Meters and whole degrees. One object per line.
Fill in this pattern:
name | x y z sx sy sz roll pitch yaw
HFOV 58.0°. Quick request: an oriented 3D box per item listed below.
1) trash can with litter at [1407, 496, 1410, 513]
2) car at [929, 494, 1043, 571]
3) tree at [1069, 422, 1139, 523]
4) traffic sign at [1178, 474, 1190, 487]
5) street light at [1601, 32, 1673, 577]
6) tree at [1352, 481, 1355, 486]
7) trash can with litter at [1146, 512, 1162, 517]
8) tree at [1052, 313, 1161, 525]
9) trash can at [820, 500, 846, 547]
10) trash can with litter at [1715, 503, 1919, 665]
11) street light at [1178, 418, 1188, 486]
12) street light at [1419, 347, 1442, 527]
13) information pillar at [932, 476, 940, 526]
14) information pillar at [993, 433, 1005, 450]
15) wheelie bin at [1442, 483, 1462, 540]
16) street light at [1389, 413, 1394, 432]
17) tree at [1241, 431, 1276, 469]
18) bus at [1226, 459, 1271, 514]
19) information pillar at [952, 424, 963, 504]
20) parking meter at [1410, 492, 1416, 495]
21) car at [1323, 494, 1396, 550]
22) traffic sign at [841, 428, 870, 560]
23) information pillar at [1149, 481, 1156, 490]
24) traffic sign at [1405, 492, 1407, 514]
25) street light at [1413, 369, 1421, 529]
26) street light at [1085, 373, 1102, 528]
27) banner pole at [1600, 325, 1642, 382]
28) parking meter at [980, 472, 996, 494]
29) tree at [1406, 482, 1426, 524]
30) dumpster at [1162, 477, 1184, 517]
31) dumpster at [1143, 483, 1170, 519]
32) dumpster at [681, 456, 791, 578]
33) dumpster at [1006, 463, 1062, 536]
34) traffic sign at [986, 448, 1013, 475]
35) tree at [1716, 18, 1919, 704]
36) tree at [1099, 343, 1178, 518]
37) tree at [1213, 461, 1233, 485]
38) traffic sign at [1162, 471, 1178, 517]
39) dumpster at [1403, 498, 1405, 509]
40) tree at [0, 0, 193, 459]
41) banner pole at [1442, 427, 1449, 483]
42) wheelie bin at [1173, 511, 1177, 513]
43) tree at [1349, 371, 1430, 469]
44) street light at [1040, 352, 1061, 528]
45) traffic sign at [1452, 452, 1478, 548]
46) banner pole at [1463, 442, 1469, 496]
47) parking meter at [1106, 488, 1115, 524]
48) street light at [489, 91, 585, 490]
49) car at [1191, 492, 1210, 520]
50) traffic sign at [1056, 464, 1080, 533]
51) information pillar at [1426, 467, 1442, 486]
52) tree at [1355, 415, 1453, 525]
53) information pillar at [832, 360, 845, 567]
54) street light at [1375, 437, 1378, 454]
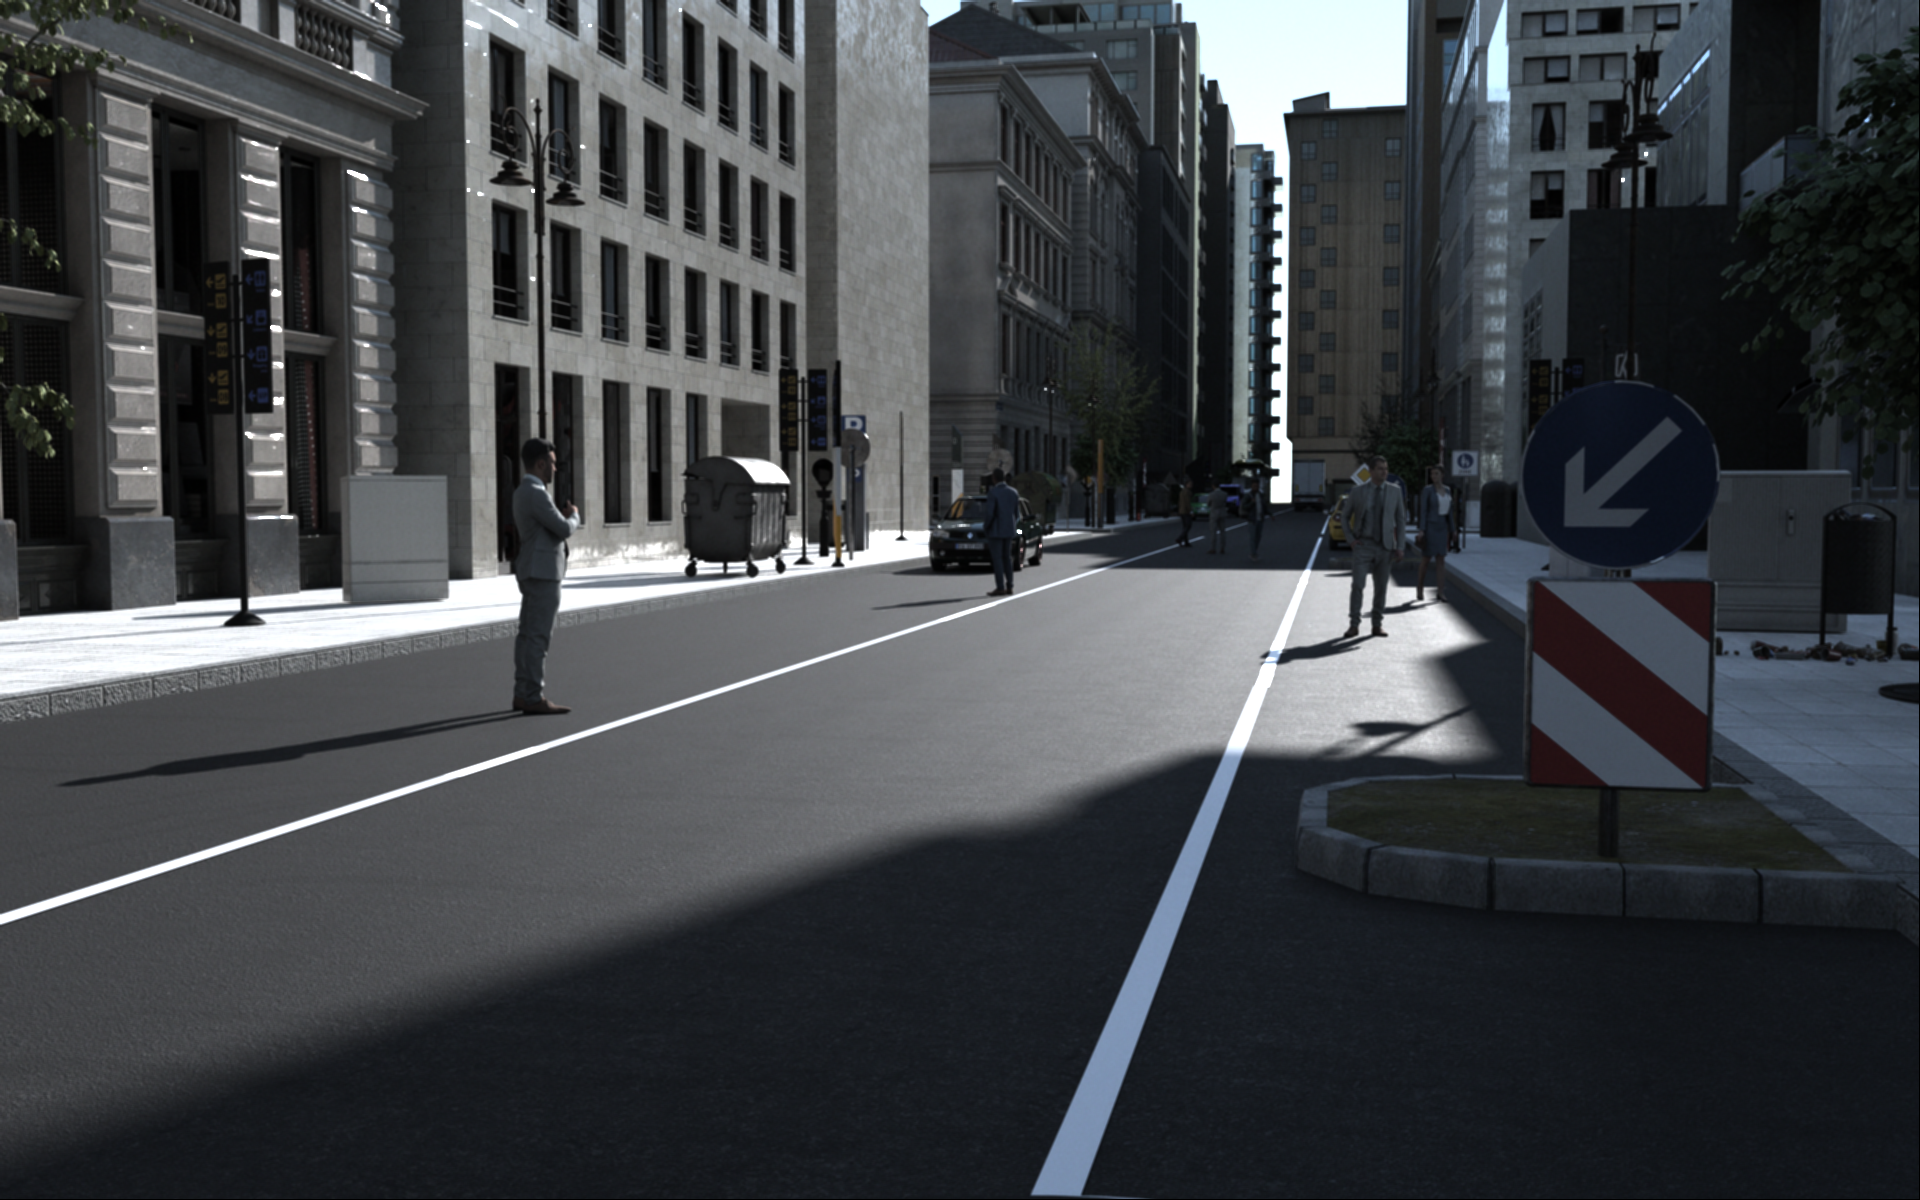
trash can with litter | 30.418 -6.416 116.280 0.624 1.170 1.055 3 4 36
car | 0.545 -1.455 33.573 2.009 1.686 4.222 1 4 10
tree | 6.295 -5.665 76.341 4.285 4.588 4.351 0 3 0
traffic sign | 14.038 -6.644 108.727 0.768 2.556 0.104 1 4 21
street light | 6.967 -2.764 17.976 0.468 5.910 1.993 1 4 12
tree | 21.155 -5.923 80.548 4.285 4.588 4.351 0 3 0
trash can with litter | 10.800 -5.215 96.645 1.055 1.170 0.624 2 4 24
tree | 5.806 -7.376 70.955 4.737 8.622 4.395 0 3 0
trash can | -3.038 -1.860 42.067 0.748 1.137 0.748 0 3 0
trash can with litter | 6.679 -0.165 13.761 2.233 1.210 1.678 1 4 8
street light | 13.337 -8.008 103.720 0.468 5.910 1.993 1 4 12
street light | 14.832 -4.994 54.444 0.468 5.910 1.993 1 4 12
information pillar | -0.970 -3.963 69.286 0.304 2.012 0.304 0 4 -1
information pillar | 1.466 -4.545 65.662 0.504 3.616 0.183 0 4 7
wheelie bin | 13.474 -2.473 48.348 0.980 1.594 0.693 -1 4 -11
street light | 24.586 -7.727 99.120 0.468 5.910 1.993 1 4 12
tree | 34.375 -15.271 200.047 4.360 8.622 3.978 0 3 0
bus | 21.057 -8.199 125.593 2.896 3.916 12.252 1 4 12
information pillar | -0.092 -4.074 57.963 0.183 3.616 0.504 -3 5 -42
parking meter | 26.313 -5.636 100.564 0.372 1.533 0.369 0 3 0
car | 10.591 -2.167 45.647 2.015 1.641 3.980 1 4 11
traffic sign | -2.115 -2.047 33.581 0.768 2.556 0.104 1 4 18
information pillar | 11.021 -5.788 99.130 0.304 2.012 0.304 0 4 -6
traffic sign | 21.417 -5.080 83.171 0.768 2.556 0.104 1 4 15
street light | 16.707 -5.512 62.903 0.468 5.910 1.993 1 4 12
street light | 5.100 -5.711 66.171 0.468 5.910 1.993 1 4 12
banner pole | 9.682 -2.176 25.595 0.401 3.779 0.863 -2 4 -35
parking meter | 0.746 -2.449 45.748 0.399 1.863 0.255 -3 5 -39
tree | 19.735 -4.915 74.966 1.663 3.219 1.824 0 3 0
dumpster | 11.997 -5.857 98.255 1.502 2.255 1.985 1 4 12
dumpster | 10.292 -5.200 90.785 1.264 1.857 1.865 1 4 12
dumpster | -3.542 -1.320 27.347 1.264 1.857 1.865 1 4 12
dumpster | 2.279 -3.130 53.668 1.502 2.255 1.985 1 4 12
traffic sign | 1.105 -2.953 48.389 0.768 2.556 0.104 1 4 13
tree | 6.521 -1.653 10.748 4.285 4.588 4.351 0 3 0
tree | 8.613 -8.252 85.279 4.360 8.622 3.978 0 3 0
tree | 26.480 -11.356 169.380 4.285 4.588 4.351 0 3 0
traffic sign | 11.609 -5.861 95.830 0.884 2.594 0.081 1 4 16
dumpster | 23.963 -5.492 95.561 1.264 1.857 1.865 1 4 12
tree | -6.901 -3.672 10.396 4.737 8.622 4.395 0 3 0
banner pole | 17.980 -4.541 64.259 0.401 3.779 0.863 2 4 33
wheelie bin | 14.604 -6.713 117.658 0.980 1.594 0.693 1 4 23
tree | 25.686 -9.318 102.713 4.360 8.622 3.978 0 3 0
street light | 2.963 -5.122 56.540 0.468 5.910 1.993 1 4 12
traffic sign | 11.901 -2.368 40.844 0.606 2.300 0.079 1 4 17
banner pole | 24.360 -5.712 83.404 0.401 3.779 0.863 2 4 33
parking meter | 6.417 -3.994 73.710 0.372 1.533 0.369 0 3 0
street light | -4.933 -2.913 20.411 0.468 5.910 1.993 1 4 12
car | 13.405 -5.238 94.437 1.959 1.807 4.718 1 4 12
traffic sign | 3.574 -3.283 57.321 0.795 2.450 0.064 1 4 12
information pillar | 12.661 -2.557 46.301 0.304 2.012 0.304 -3 5 -39
tree | 18.680 -5.372 71.547 4.285 4.588 4.351 0 3 0
information pillar | -2.171 -2.400 30.591 0.183 3.616 0.504 -1 4 -11
street light | 32.548 -9.949 135.447 0.468 5.910 1.993 1 4 12
